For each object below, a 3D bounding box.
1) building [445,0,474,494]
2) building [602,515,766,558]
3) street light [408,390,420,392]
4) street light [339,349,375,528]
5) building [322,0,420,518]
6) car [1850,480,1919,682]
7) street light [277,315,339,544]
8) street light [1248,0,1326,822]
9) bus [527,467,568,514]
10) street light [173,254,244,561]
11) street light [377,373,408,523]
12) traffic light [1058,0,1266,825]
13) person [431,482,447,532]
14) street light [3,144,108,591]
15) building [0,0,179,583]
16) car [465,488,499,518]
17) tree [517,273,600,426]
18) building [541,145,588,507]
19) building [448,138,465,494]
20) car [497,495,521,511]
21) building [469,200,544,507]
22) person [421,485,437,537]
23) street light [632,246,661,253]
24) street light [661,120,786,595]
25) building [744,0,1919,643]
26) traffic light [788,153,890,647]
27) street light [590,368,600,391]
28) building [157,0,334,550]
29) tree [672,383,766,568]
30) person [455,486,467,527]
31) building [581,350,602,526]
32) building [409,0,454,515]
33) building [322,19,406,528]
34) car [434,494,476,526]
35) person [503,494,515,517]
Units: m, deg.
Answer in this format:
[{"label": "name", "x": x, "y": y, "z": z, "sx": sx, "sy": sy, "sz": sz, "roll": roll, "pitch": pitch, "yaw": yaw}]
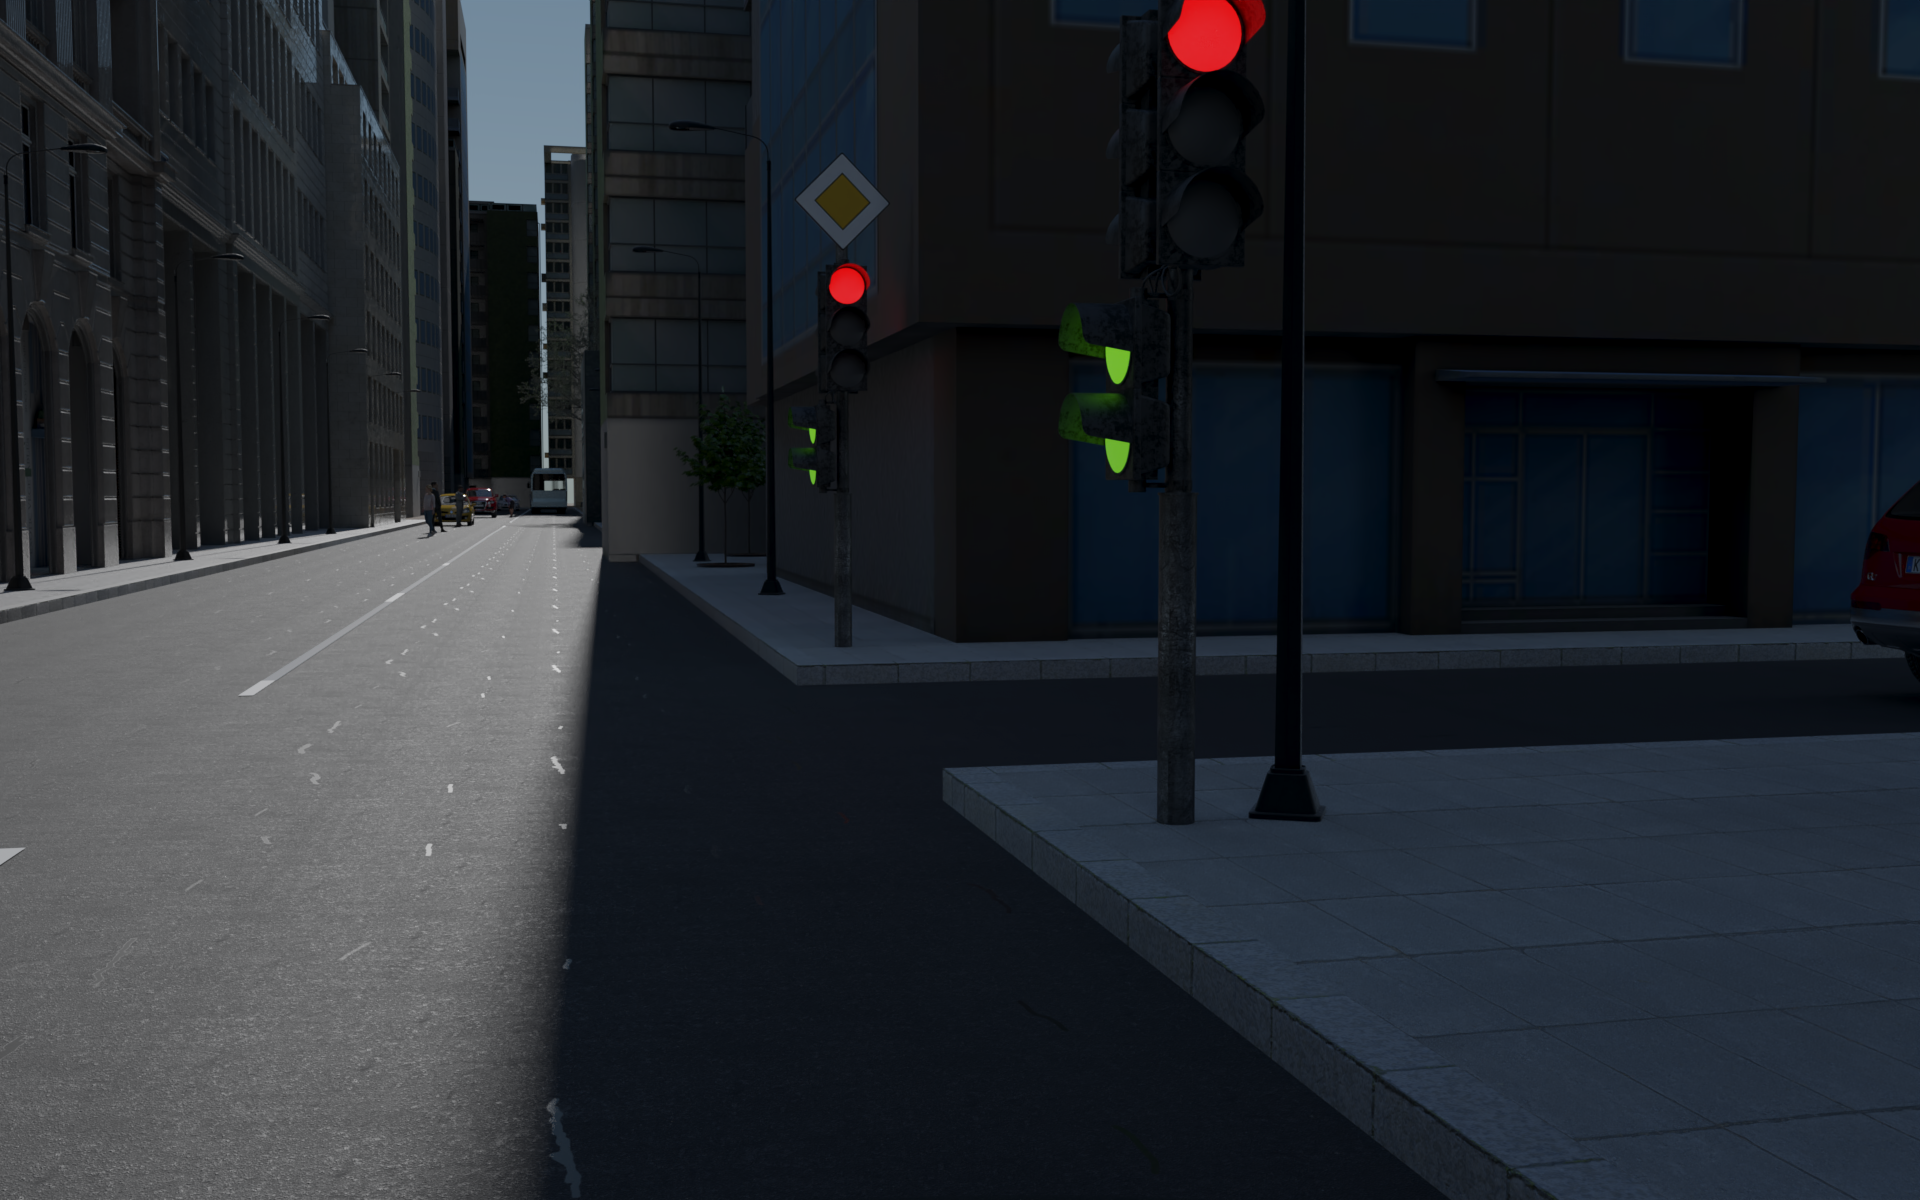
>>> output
[{"label": "building", "x": -50.091, "y": -30.563, "z": 149.819, "sx": 14.200, "sy": 45.320, "sz": 14.600, "roll": -1, "pitch": 4, "yaw": -13}, {"label": "building", "x": -2.176, "y": -22.026, "z": 43.724, "sx": 14.154, "sy": 41.232, "sz": 14.086, "roll": -1, "pitch": 4, "yaw": -13}, {"label": "street light", "x": -24.669, "y": -6.389, "z": 76.996, "sx": 1.470, "sy": 5.913, "sz": 1.316, "roll": -1, "pitch": 4, "yaw": -13}, {"label": "street light", "x": -19.633, "y": -5.071, "z": 55.446, "sx": 1.470, "sy": 5.913, "sz": 1.316, "roll": -1, "pitch": 4, "yaw": -13}, {"label": "building", "x": -36.333, "y": -24.866, "z": 90.160, "sx": 14.154, "sy": 41.232, "sz": 14.086, "roll": -1, "pitch": 4, "yaw": -13}, {"label": "car", "x": 8.817, "y": -0.196, "z": 11.871, "sx": 5.304, "sy": 1.827, "sz": 2.281, "roll": -1, "pitch": 4, "yaw": -14}, {"label": "street light", "x": -17.033, "y": -4.429, "z": 44.961, "sx": 1.470, "sy": 5.913, "sz": 1.316, "roll": -1, "pitch": 4, "yaw": -13}, {"label": "street light", "x": 0.783, "y": -2.085, "z": 6.639, "sx": 1.470, "sy": 5.913, "sz": 1.316, "roll": -1, "pitch": 4, "yaw": -13}, {"label": "bus", "x": -31.086, "y": -8.299, "z": 130.545, "sx": 2.948, "sy": 3.499, "sz": 13.247, "roll": -1, "pitch": 4, "yaw": -14}, {"label": "street light", "x": -14.531, "y": -3.729, "z": 33.518, "sx": 1.470, "sy": 5.913, "sz": 1.316, "roll": -1, "pitch": 4, "yaw": -13}, {"label": "street light", "x": -22.033, "y": -5.727, "z": 66.185, "sx": 1.470, "sy": 5.913, "sz": 1.316, "roll": -1, "pitch": 4, "yaw": -13}, {"label": "traffic light", "x": 0.825, "y": -1.085, "z": 6.660, "sx": 0.839, "sy": 4.253, "sz": 0.868, "roll": -1, "pitch": 4, "yaw": -13}, {"label": "person", "x": -19.655, "y": -3.498, "z": 65.058, "sx": 0.648, "sy": 1.900, "sz": 0.474, "roll": 2, "pitch": 4, "yaw": 25}, {"label": "street light", "x": -12.004, "y": -3.087, "z": 23.015, "sx": 1.470, "sy": 5.913, "sz": 1.316, "roll": -1, "pitch": 4, "yaw": -13}, {"label": "building", "x": -19.192, "y": -11.034, "z": 22.202, "sx": 13.314, "sy": 21.916, "sz": 24.055, "roll": -1, "pitch": 4, "yaw": -13}, {"label": "car", "x": -29.388, "y": -5.948, "z": 105.929, "sx": 2.281, "sy": 1.827, "sz": 5.304, "roll": -1, "pitch": 4, "yaw": -14}, {"label": "tree", "x": -18.740, "y": -11.210, "z": 93.652, "sx": 12.009, "sy": 13.543, "sz": 11.850, "roll": 0, "pitch": 3, "yaw": 0}, {"label": "building", "x": -32.600, "y": -30.237, "z": 186.249, "sx": 23.993, "sy": 40.220, "sz": 32.217, "roll": -1, "pitch": 4, "yaw": -13}, {"label": "building", "x": -46.000, "y": -22.109, "z": 133.183, "sx": 14.160, "sy": 30.474, "sz": 14.107, "roll": -1, "pitch": 4, "yaw": -13}, {"label": "car", "x": -38.715, "y": -8.326, "z": 148.486, "sx": 2.083, "sy": 1.381, "sz": 4.827, "roll": -1, "pitch": 4, "yaw": -13}, {"label": "building", "x": -49.002, "y": -24.548, "z": 173.064, "sx": 14.107, "sy": 30.474, "sz": 14.160, "roll": -1, "pitch": 4, "yaw": -13}, {"label": "person", "x": -17.892, "y": -3.014, "z": 58.452, "sx": 0.731, "sy": 1.740, "sz": 0.598, "roll": 2, "pitch": 4, "yaw": 24}, {"label": "street light", "x": -5.446, "y": -3.680, "z": 32.712, "sx": 1.470, "sy": 5.913, "sz": 1.316, "roll": -1, "pitch": 4, "yaw": -13}, {"label": "street light", "x": -2.931, "y": -3.013, "z": 21.808, "sx": 1.470, "sy": 5.913, "sz": 1.316, "roll": -1, "pitch": 4, "yaw": -13}, {"label": "building", "x": 4.998, "y": -22.709, "z": 21.405, "sx": 14.200, "sy": 45.320, "sz": 14.600, "roll": -1, "pitch": 4, "yaw": -13}, {"label": "traffic light", "x": -0.999, "y": -1.560, "z": 14.435, "sx": 0.839, "sy": 4.253, "sz": 0.868, "roll": -1, "pitch": 4, "yaw": -13}, {"label": "street light", "x": -12.820, "y": -5.610, "z": 64.269, "sx": 1.470, "sy": 5.913, "sz": 1.316, "roll": -1, "pitch": 4, "yaw": -13}, {"label": "building", "x": -25.346, "y": -16.569, "z": 48.401, "sx": 11.434, "sy": 29.767, "sz": 29.804, "roll": -1, "pitch": 4, "yaw": -13}, {"label": "tree", "x": -4.263, "y": -2.196, "z": 30.501, "sx": 1.663, "sy": 3.219, "sz": 1.824, "roll": 0, "pitch": 3, "yaw": 0}, {"label": "person", "x": -22.066, "y": -4.155, "z": 76.621, "sx": 0.466, "sy": 1.800, "sz": 0.511, "roll": 0, "pitch": 4, "yaw": -1}, {"label": "building", "x": -4.809, "y": -46.506, "z": 73.037, "sx": 22.319, "sy": 86.520, "sz": 31.000, "roll": -1, "pitch": 4, "yaw": -13}, {"label": "building", "x": -44.444, "y": -34.768, "z": 110.449, "sx": 21.231, "sy": 58.520, "sz": 28.212, "roll": -1, "pitch": 4, "yaw": -13}, {"label": "building", "x": -29.259, "y": -13.269, "z": 71.693, "sx": 10.420, "sy": 20.320, "sz": 16.860, "roll": -1, "pitch": 4, "yaw": -13}, {"label": "car", "x": -23.057, "y": -4.199, "z": 78.870, "sx": 2.015, "sy": 1.641, "sz": 3.980, "roll": -1, "pitch": 4, "yaw": -13}, {"label": "person", "x": -27.696, "y": -5.788, "z": 106.371, "sx": 0.697, "sy": 1.427, "sz": 0.421, "roll": -1, "pitch": 4, "yaw": -12}]
